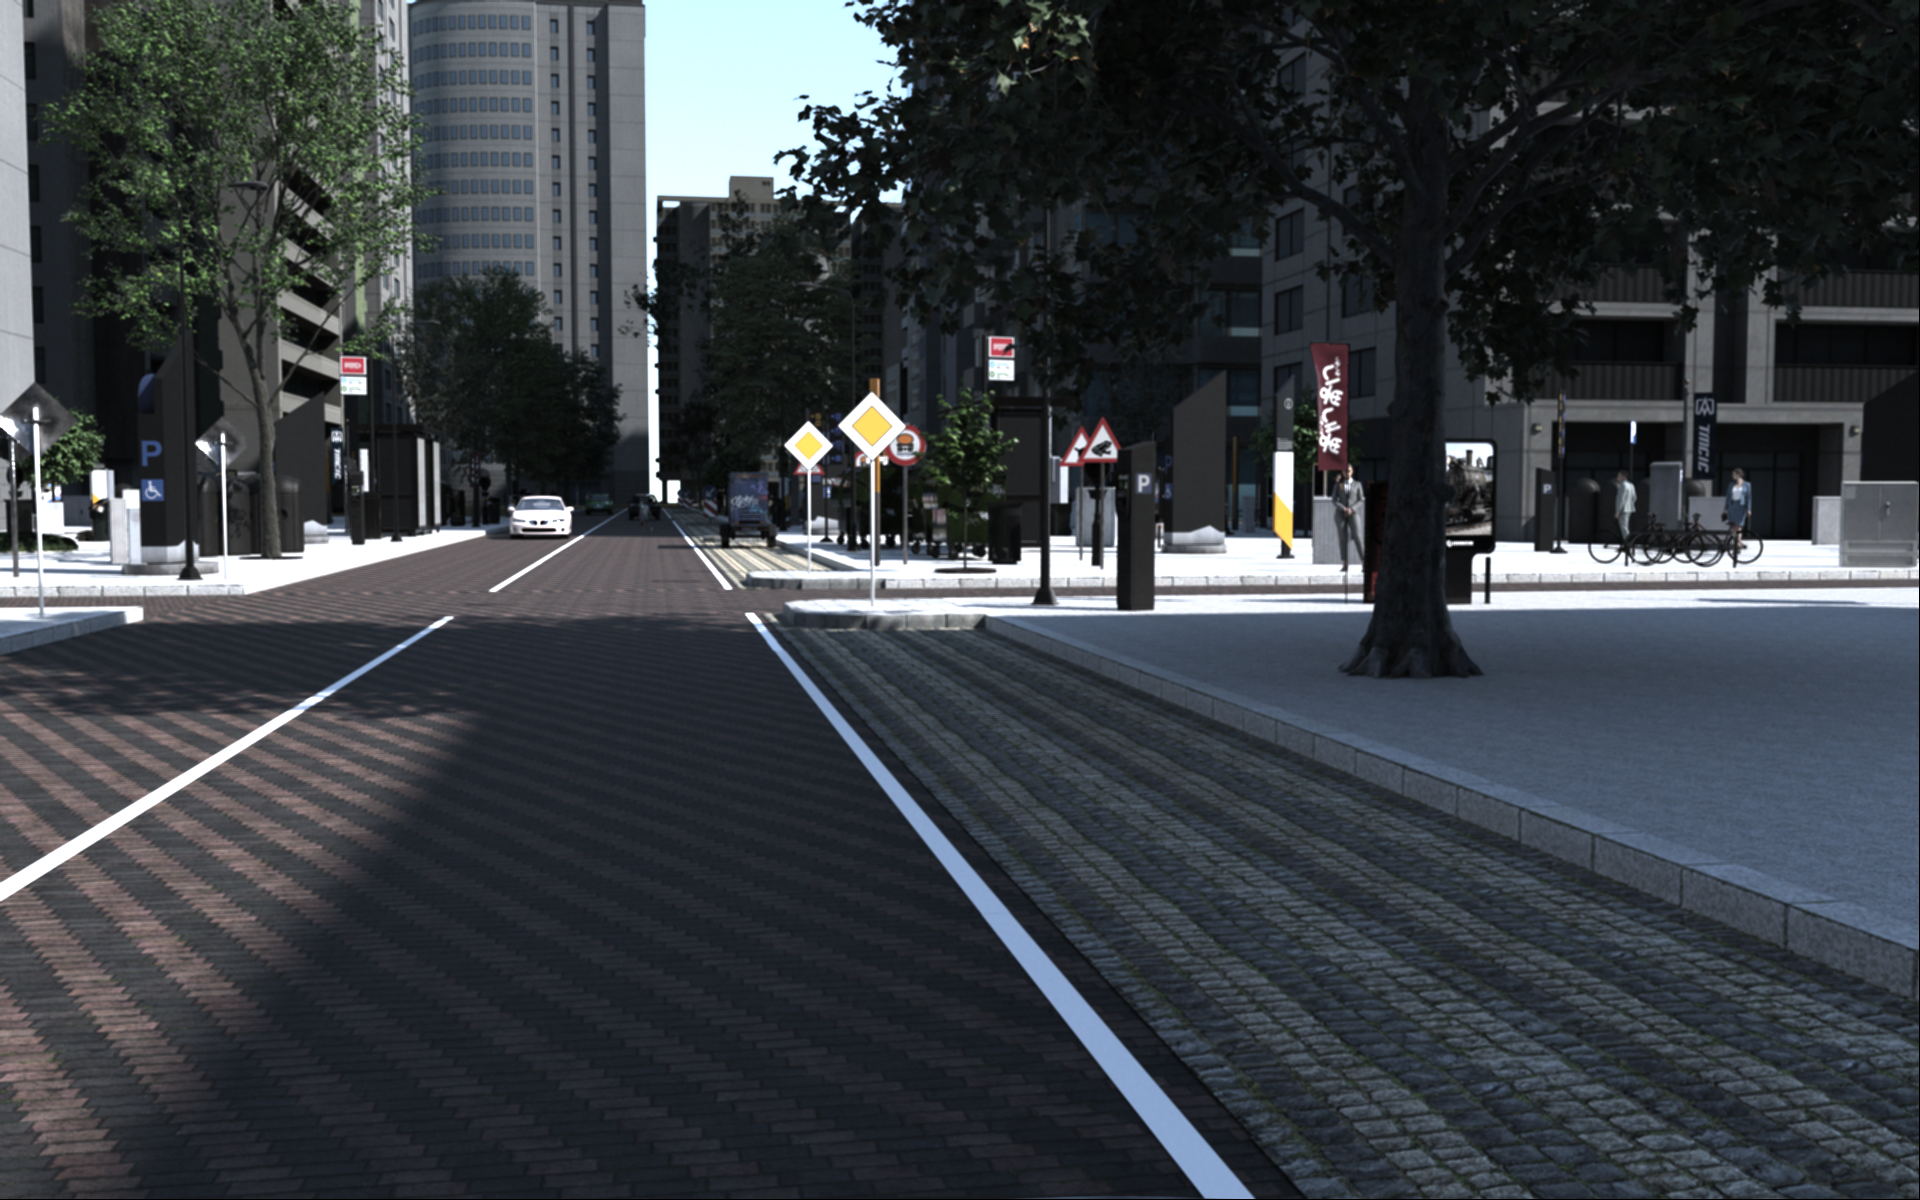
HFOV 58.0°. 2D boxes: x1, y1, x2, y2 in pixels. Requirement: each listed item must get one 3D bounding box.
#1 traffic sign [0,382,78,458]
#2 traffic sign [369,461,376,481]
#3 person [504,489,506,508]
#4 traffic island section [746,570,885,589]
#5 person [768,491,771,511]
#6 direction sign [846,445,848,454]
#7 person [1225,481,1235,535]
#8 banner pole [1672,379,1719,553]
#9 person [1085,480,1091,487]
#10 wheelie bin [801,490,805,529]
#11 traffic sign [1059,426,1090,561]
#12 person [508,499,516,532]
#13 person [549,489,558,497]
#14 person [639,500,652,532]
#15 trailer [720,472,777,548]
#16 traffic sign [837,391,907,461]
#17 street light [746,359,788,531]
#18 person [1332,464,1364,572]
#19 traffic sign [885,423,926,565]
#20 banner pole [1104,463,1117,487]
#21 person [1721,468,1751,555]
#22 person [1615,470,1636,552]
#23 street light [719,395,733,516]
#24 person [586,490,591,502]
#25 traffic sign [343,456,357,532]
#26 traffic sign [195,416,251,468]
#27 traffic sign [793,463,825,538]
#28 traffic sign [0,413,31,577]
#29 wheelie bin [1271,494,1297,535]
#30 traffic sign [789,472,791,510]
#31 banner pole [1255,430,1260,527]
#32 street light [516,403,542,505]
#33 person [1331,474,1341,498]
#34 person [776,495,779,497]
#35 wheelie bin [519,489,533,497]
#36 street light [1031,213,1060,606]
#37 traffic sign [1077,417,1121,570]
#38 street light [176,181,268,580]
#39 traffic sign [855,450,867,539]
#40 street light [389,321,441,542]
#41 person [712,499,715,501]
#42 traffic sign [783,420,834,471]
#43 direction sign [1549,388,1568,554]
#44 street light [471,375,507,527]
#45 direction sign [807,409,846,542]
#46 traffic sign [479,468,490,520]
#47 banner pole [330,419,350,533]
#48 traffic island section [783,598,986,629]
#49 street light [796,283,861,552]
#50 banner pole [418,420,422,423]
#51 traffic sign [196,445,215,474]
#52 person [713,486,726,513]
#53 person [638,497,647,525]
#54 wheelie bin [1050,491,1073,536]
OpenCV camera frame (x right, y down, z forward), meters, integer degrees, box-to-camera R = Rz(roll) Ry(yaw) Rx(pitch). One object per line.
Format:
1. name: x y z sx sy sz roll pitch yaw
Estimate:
1. traffic sign: -9.634 -0.972 18.085 0.795 2.593 0.064 -1 4 -10
2. traffic sign: -22.505 -4.034 65.953 0.884 2.594 0.081 0 4 -4
3. person: -40.794 -9.096 155.687 0.541 1.710 0.530 -3 5 -43
4. traffic island section: -2.353 -0.322 27.552 2.009 0.180 2.903 -1 4 -10
5. person: -14.570 -7.622 130.538 0.709 1.838 0.599 -2 4 -26
6. direction sign: -5.358 -5.342 79.331 0.379 3.537 0.876 2 4 26
7. person: 8.146 -2.881 53.553 0.834 1.777 0.661 0 4 -5
8. banner pole: 15.992 -2.913 37.651 0.863 3.779 0.401 2 4 25
9. person: 4.477 -3.233 59.480 0.524 1.755 0.480 -3 4 -37
10. wheelie bin: -5.125 -3.205 60.313 0.693 1.594 0.980 3 4 36
11. traffic sign: 2.327 -2.032 33.234 0.884 2.594 0.081 0 4 -5
12. person: -17.082 -3.234 66.065 0.332 1.250 0.352 1 4 10
13. person: -35.357 -8.807 150.596 0.990 1.755 0.434 1 4 18
14. person: -11.878 -3.172 65.377 0.382 1.210 0.505 3 5 39
15. trailer: -5.746 -2.426 46.715 1.471 1.999 3.904 -1 4 -9
16. traffic sign: -0.972 -1.065 19.604 0.795 2.593 0.064 -1 4 -10
17. street light: -6.656 -5.331 59.695 1.470 5.913 1.316 -1 4 -10
18. person: 6.410 -1.355 28.478 0.520 1.790 0.573 0 4 -4
19. traffic sign: -0.991 -1.909 31.322 0.768 2.556 0.104 0 4 -2
20. banner pole: 6.121 -4.977 71.397 0.863 3.779 0.401 -2 4 -26
21. person: 16.524 -1.876 36.744 0.654 1.822 0.581 -2 4 -34
22. person: 14.706 -1.968 38.326 0.391 1.810 0.635 2 4 31
23. street light: -10.532 -6.631 80.962 1.470 5.913 1.316 -1 4 -10
24. person: -29.559 -7.882 138.033 0.551 1.740 0.621 0 4 -6
25. traffic sign: -20.726 -3.568 58.439 0.768 2.556 0.104 0 4 -4
26. traffic sign: -11.037 -1.453 25.946 0.795 2.593 0.064 -1 4 -10
27. traffic sign: -4.171 -2.929 47.889 0.884 2.594 0.081 0 4 -8
28. traffic sign: -14.566 -1.624 26.651 0.768 2.556 0.104 0 4 -4
29. wheelie bin: 10.042 -2.806 53.788 0.693 1.594 0.980 2 4 23
30. traffic sign: -9.729 -6.025 98.621 0.768 2.556 0.104 0 4 -7
31. banner pole: 11.784 -4.739 67.495 0.863 3.779 0.401 2 4 34
32. street light: -21.984 -7.072 88.170 1.470 5.913 1.316 -1 4 -10
33. person: 9.517 -2.251 43.197 0.444 1.785 0.601 -3 5 -40
34. person: -9.463 -4.857 90.121 0.373 1.253 0.362 0 4 -5
35. wheelie bin: -24.740 -5.545 98.564 0.693 1.594 0.980 1 4 19
36. street light: 0.455 -2.891 19.815 1.470 5.913 1.316 -1 4 -10
37. traffic sign: 2.407 -1.792 29.311 0.884 2.594 0.081 0 4 -7
38. street light: -10.966 -3.256 25.781 1.470 5.913 1.316 -1 4 -10
39. traffic sign: -2.707 -3.027 49.599 0.768 2.556 0.104 0 4 -3
40. street light: -14.608 -4.521 46.459 1.470 5.913 1.316 -1 4 -10
41. person: -24.450 -10.060 171.069 0.434 1.755 0.990 2 4 25
42. traffic sign: -2.375 -1.546 27.466 0.795 2.593 0.064 -1 4 -10
43. direction sign: 12.966 -2.777 37.403 0.379 3.537 0.876 2 4 27
44. street light: -18.297 -5.796 67.312 1.470 5.913 1.316 -1 4 -10
45. direction sign: -3.570 -3.317 46.226 0.876 3.537 0.379 0 4 4
46. traffic sign: -23.580 -5.221 85.463 0.768 2.556 0.104 0 4 -7
47. banner pole: -20.557 -4.135 57.620 0.401 3.779 0.863 3 4 38
48. traffic island section: -0.950 0.158 19.691 2.009 0.180 2.903 -1 4 -10
49. street light: -2.903 -4.020 38.269 1.470 5.913 1.316 -1 4 -10
50. banner pole: -17.920 -4.177 58.316 0.863 3.779 0.401 0 4 7
51. traffic sign: -18.504 -2.568 41.984 0.884 2.594 0.081 0 4 -5
52. person: -16.372 -6.820 117.569 1.348 1.822 0.705 3 5 43
53. person: -14.669 -4.122 80.167 0.425 1.301 0.394 0 4 -7
54. wheelie bin: 3.034 -2.764 53.095 0.693 1.594 0.980 -2 4 -31
